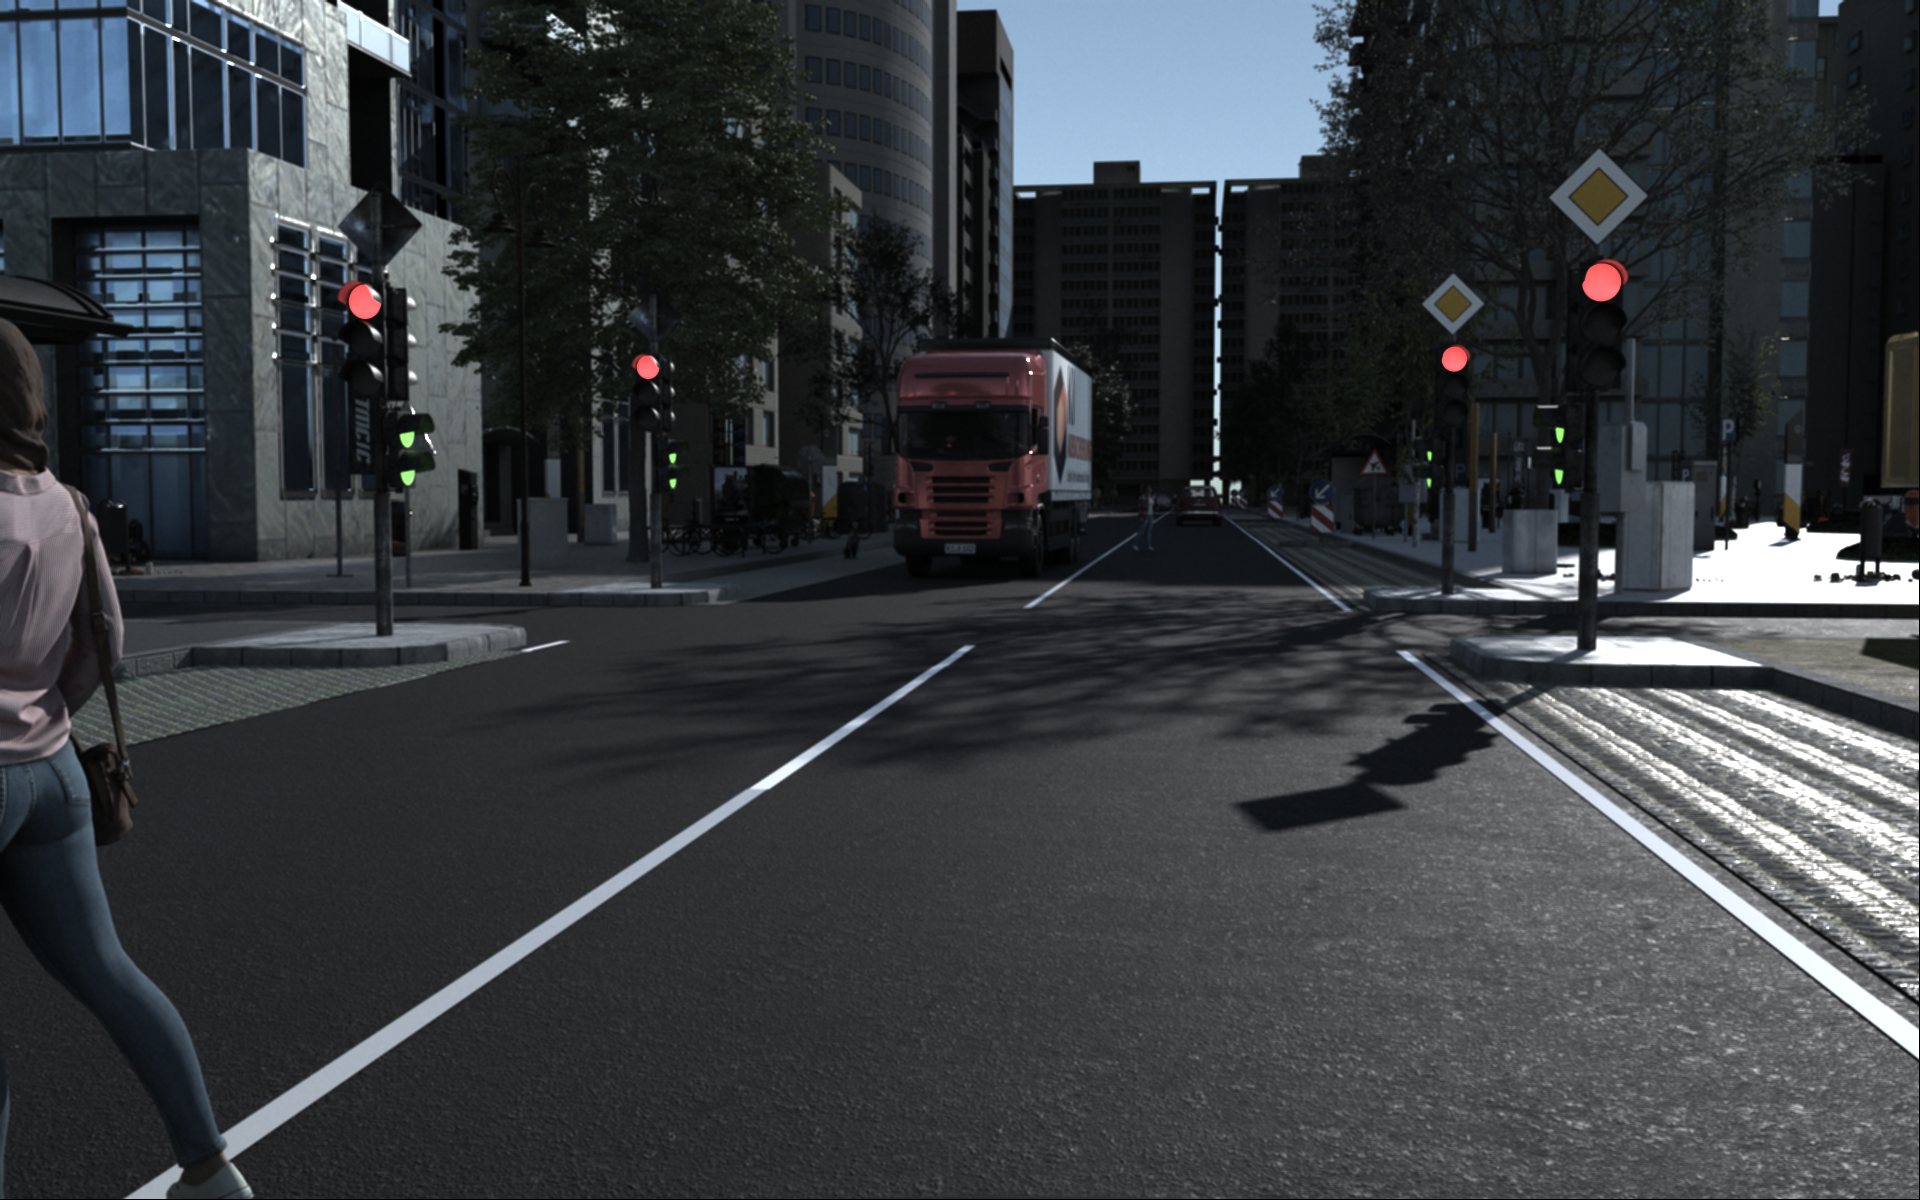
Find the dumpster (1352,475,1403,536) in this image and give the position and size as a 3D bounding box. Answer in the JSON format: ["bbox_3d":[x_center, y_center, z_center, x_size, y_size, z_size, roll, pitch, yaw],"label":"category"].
[{"bbox_3d":[12.826,-2.921,53.516,1.264,1.857,1.865,0,4,8],"label":"dumpster"}]

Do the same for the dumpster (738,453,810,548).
[{"bbox_3d":[-4.529,-2.377,41.361,1.502,2.255,1.985,0,4,8],"label":"dumpster"}]

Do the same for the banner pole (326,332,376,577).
[{"bbox_3d":[-9.461,-2.261,26.991,0.863,3.779,0.401,-1,4,-13],"label":"banner pole"}]

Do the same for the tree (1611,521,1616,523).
[{"bbox_3d":[29.610,-5.075,77.574,1.663,3.219,1.824,0,3,0],"label":"tree"}]

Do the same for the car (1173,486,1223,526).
[{"bbox_3d":[10.920,-4.326,79.404,2.281,1.827,5.304,0,4,6],"label":"car"}]

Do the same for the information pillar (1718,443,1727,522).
[{"bbox_3d":[35.205,-5.415,79.891,0.504,3.616,0.183,-3,5,-41],"label":"information pillar"}]

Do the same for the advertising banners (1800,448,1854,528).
[{"bbox_3d":[32.931,-4.276,66.092,2.074,3.025,0.090,1,4,20],"label":"advertising banners"}]

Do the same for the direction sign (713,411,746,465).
[{"bbox_3d":[-6.265,-3.367,47.045,0.876,3.537,0.379,0,4,-3],"label":"direction sign"}]

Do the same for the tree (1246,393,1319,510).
[{"bbox_3d":[20.498,-9.730,109.449,4.360,8.622,3.978,0,3,0],"label":"tree"}]

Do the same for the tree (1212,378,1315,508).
[{"bbox_3d":[28.355,-15.116,164.153,9.611,12.733,9.660,0,3,0],"label":"tree"}]

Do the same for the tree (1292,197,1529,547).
[{"bbox_3d":[11.270,-5.597,41.870,4.737,8.622,4.395,0,3,0],"label":"tree"}]

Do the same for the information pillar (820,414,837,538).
[{"bbox_3d":[-3.833,-3.624,50.609,0.504,3.616,0.183,-2,4,-33],"label":"information pillar"}]

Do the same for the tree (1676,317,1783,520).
[{"bbox_3d":[32.515,-7.491,72.847,4.360,8.622,3.978,0,3,0],"label":"tree"}]

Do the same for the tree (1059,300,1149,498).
[{"bbox_3d":[12.578,-19.330,171.931,12.611,20.169,13.585,0,3,0],"label":"tree"}]

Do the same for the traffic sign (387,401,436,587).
[{"bbox_3d":[-7.623,-1.460,23.876,0.884,2.594,0.081,1,4,17],"label":"traffic sign"}]

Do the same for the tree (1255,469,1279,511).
[{"bbox_3d":[23.288,-8.423,132.317,1.663,3.219,1.824,0,3,0],"label":"tree"}]

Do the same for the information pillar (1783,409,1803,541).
[{"bbox_3d":[22.957,-3.447,47.715,0.504,3.616,0.183,-1,4,-9],"label":"information pillar"}]

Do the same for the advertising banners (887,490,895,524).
[{"bbox_3d":[-2.901,-4.853,75.530,0.090,3.025,2.074,1,4,11],"label":"advertising banners"}]

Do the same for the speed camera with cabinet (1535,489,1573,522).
[{"bbox_3d":[20.417,-3.916,58.359,0.660,3.252,2.038,-3,4,-39],"label":"speed camera with cabinet"}]

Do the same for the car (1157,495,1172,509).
[{"bbox_3d":[19.136,-9.346,165.172,2.083,1.381,4.827,0,4,8],"label":"car"}]

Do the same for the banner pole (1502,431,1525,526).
[{"bbox_3d":[22.201,-4.852,69.349,0.863,3.779,0.401,0,4,3],"label":"banner pole"}]

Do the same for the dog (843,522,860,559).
[{"bbox_3d":[-2.327,-1.312,38.289,0.513,0.831,0.800,1,4,16],"label":"dog"}]

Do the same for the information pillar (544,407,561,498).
[{"bbox_3d":[-9.669,-3.045,41.147,0.183,3.616,0.504,2,4,28],"label":"information pillar"}]

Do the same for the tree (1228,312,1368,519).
[{"bbox_3d":[17.346,-9.473,89.294,7.601,10.594,8.767,1,4,8],"label":"tree"}]

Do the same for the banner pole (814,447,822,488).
[{"bbox_3d":[-6.434,-5.535,80.515,0.863,3.779,0.401,2,4,26],"label":"banner pole"}]

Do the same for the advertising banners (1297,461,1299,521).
[{"bbox_3d":[16.205,-5.317,83.117,0.090,3.025,2.074,1,4,11],"label":"advertising banners"}]

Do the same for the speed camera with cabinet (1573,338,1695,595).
[{"bbox_3d":[8.915,-1.736,22.719,2.038,3.252,0.660,-3,5,-42],"label":"speed camera with cabinet"}]

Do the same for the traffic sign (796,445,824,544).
[{"bbox_3d":[-3.878,-2.722,44.613,0.768,2.556,0.104,1,4,17],"label":"traffic sign"}]

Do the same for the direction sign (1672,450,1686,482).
[{"bbox_3d":[37.296,-5.991,89.947,0.876,3.537,0.379,-2,4,-23],"label":"direction sign"}]

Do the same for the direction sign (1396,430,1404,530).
[{"bbox_3d":[15.605,-4.256,61.579,0.379,3.537,0.876,2,4,27],"label":"direction sign"}]

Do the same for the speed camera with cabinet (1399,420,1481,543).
[{"bbox_3d":[12.742,-3.159,45.993,2.038,3.252,0.660,2,4,24],"label":"speed camera with cabinet"}]

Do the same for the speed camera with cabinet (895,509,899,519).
[{"bbox_3d":[-2.065,-4.222,63.360,0.660,3.252,2.038,0,4,-1],"label":"speed camera with cabinet"}]

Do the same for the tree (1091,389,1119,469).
[{"bbox_3d":[8.488,-12.006,130.707,7.601,10.594,8.767,0,4,2],"label":"tree"}]

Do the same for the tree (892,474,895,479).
[{"bbox_3d":[-1.612,-4.384,66.275,1.663,3.219,1.824,0,3,0],"label":"tree"}]

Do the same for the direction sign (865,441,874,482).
[{"bbox_3d":[-3.873,-5.022,74.103,0.379,3.537,0.876,1,4,22],"label":"direction sign"}]

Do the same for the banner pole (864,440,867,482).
[{"bbox_3d":[-4.406,-5.565,80.997,0.401,3.779,0.863,0,4,5],"label":"banner pole"}]

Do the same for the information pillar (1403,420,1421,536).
[{"bbox_3d":[13.814,-3.761,52.848,0.183,3.616,0.504,-3,4,-36],"label":"information pillar"}]

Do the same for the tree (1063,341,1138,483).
[{"bbox_3d":[10.179,-14.467,143.187,9.857,13.997,8.962,0,3,0],"label":"tree"}]

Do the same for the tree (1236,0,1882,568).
[{"bbox_3d":[10.390,-7.340,30.377,12.009,13.543,11.850,0,3,0],"label":"tree"}]

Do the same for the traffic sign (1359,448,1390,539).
[{"bbox_3d":[11.787,-3.015,49.304,0.884,2.594,0.081,1,4,10],"label":"traffic sign"}]

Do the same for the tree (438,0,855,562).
[{"bbox_3d":[-5.692,-7.000,32.583,7.486,12.596,7.792,0,3,0],"label":"tree"}]

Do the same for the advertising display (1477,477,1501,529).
[{"bbox_3d":[19.728,-3.641,64.743,0.974,1.923,0.123,3,4,38],"label":"advertising display"}]

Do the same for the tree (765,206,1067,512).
[{"bbox_3d":[-1.962,-7.429,55.873,8.767,10.594,7.601,-2,4,-34],"label":"tree"}]
